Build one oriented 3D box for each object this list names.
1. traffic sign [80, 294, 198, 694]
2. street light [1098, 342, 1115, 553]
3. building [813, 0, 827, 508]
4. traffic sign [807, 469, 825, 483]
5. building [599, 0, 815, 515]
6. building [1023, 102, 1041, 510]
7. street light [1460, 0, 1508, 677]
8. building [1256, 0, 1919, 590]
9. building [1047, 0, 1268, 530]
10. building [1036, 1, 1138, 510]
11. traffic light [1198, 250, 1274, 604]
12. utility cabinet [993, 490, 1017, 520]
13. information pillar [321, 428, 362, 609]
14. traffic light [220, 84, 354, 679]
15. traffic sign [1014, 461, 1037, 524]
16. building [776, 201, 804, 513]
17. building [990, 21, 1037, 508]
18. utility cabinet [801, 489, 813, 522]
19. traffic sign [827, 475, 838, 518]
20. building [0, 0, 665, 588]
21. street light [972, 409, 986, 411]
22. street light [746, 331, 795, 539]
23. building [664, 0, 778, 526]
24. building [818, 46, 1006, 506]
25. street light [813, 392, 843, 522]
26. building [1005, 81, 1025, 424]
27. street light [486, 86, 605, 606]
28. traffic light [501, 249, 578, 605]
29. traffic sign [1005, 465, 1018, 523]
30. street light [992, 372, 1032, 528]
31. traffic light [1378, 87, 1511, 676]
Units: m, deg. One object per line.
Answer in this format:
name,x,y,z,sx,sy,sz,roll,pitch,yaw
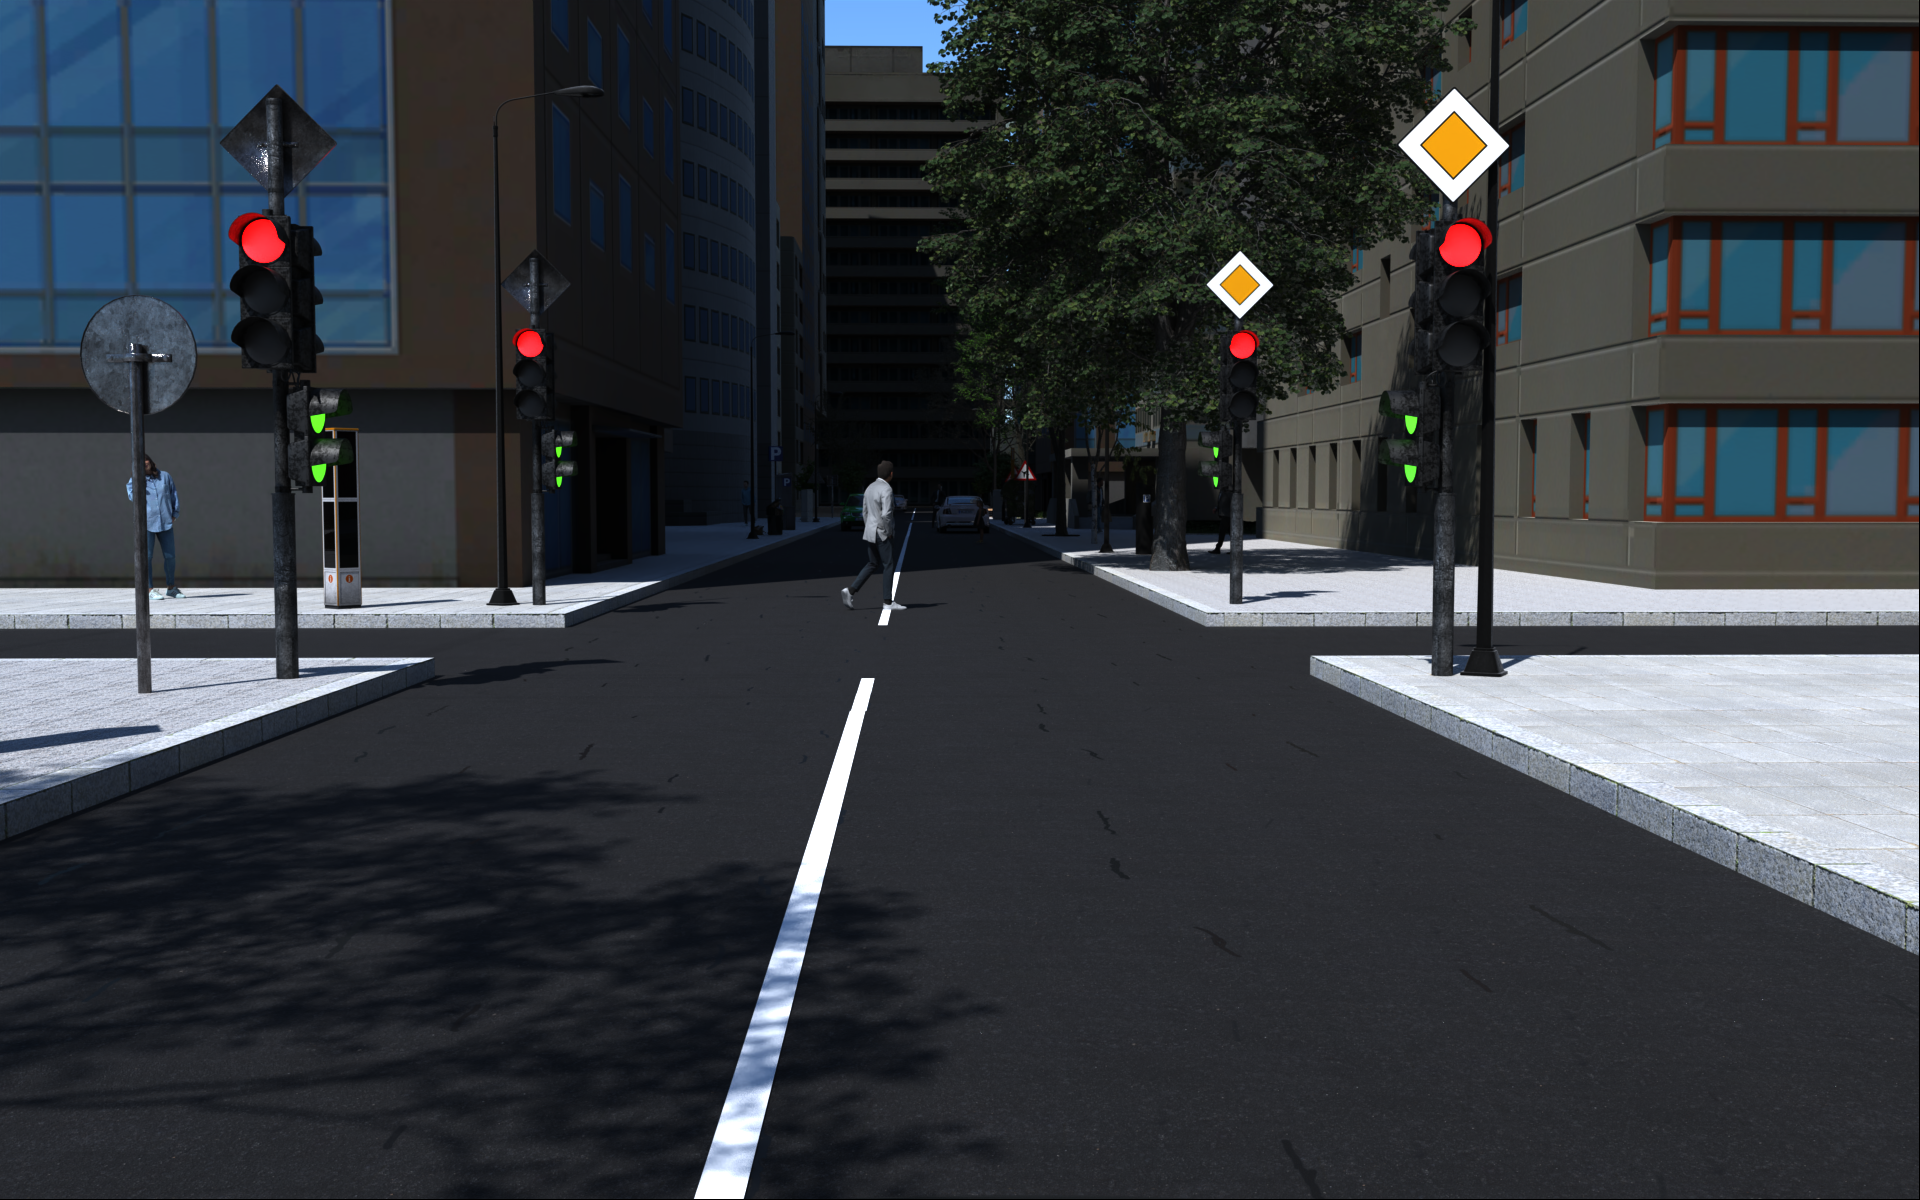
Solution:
traffic sign,-5.258,-0.672,11.095,0.768,2.556,0.104,0,4,3
street light,2.670,-3.990,37.778,1.470,5.913,1.316,0,4,-1
building,-25.505,-34.454,152.558,27.495,52.752,28.713,0,4,-1
traffic sign,-7.017,-5.166,84.465,0.884,2.594,0.081,0,4,0
building,-18.436,-29.442,131.485,14.600,45.320,14.200,0,4,-1
building,11.631,-21.932,130.282,14.160,30.474,14.107,0,4,-1
street light,3.184,-2.421,12.126,1.470,5.913,1.316,0,4,-1
building,23.456,-11.725,36.735,28.899,21.520,27.650,0,4,-1
building,20.149,-23.115,69.813,32.217,40.220,23.993,0,4,-1
building,12.454,-28.445,115.194,14.600,45.320,14.200,0,4,-1
traffic light,3.207,-1.909,20.127,0.839,4.253,0.868,0,4,-1
utility cabinet,2.210,-4.720,85.847,1.173,1.500,0.318,2,4,27
information pillar,-6.936,-0.912,19.411,0.304,2.012,0.304,3,5,40
traffic light,-4.664,-1.408,11.940,0.839,4.253,0.868,0,4,-1
traffic sign,2.527,-4.105,67.115,0.884,2.594,0.081,0,4,7
building,-24.815,-16.239,110.547,27.650,21.520,28.899,0,4,-1
building,14.479,-51.287,151.211,22.319,86.520,31.000,0,4,-1
utility cabinet,-7.094,-4.371,80.152,0.318,1.500,1.173,0,4,8
traffic sign,-6.817,-5.522,92.411,0.606,2.300,0.079,1,4,8
building,-12.702,-23.167,28.884,14.600,45.320,14.200,0,4,-1
street light,1.362,-7.442,94.214,1.470,5.913,1.316,0,4,-1
street light,-5.400,-4.706,49.483,1.470,5.913,1.316,0,4,-1
building,-20.218,-32.883,79.630,21.231,58.520,28.212,0,4,-1
building,-6.118,-34.744,191.764,21.600,48.544,21.300,0,4,-1
street light,-6.022,-6.497,78.774,1.470,5.913,1.316,0,4,-1
building,19.864,-35.132,194.013,30.456,49.044,23.786,0,4,-1
street light,-4.745,-2.894,19.861,1.470,5.913,1.316,0,4,-1
traffic light,-4.852,-1.896,19.923,0.839,4.253,0.868,0,4,-1
traffic sign,2.437,-4.735,77.421,0.884,2.594,0.081,0,4,4
street light,2.029,-5.716,65.996,1.470,5.913,1.316,0,4,-1
traffic light,3.394,-1.420,12.144,0.839,4.253,0.868,0,4,-1
